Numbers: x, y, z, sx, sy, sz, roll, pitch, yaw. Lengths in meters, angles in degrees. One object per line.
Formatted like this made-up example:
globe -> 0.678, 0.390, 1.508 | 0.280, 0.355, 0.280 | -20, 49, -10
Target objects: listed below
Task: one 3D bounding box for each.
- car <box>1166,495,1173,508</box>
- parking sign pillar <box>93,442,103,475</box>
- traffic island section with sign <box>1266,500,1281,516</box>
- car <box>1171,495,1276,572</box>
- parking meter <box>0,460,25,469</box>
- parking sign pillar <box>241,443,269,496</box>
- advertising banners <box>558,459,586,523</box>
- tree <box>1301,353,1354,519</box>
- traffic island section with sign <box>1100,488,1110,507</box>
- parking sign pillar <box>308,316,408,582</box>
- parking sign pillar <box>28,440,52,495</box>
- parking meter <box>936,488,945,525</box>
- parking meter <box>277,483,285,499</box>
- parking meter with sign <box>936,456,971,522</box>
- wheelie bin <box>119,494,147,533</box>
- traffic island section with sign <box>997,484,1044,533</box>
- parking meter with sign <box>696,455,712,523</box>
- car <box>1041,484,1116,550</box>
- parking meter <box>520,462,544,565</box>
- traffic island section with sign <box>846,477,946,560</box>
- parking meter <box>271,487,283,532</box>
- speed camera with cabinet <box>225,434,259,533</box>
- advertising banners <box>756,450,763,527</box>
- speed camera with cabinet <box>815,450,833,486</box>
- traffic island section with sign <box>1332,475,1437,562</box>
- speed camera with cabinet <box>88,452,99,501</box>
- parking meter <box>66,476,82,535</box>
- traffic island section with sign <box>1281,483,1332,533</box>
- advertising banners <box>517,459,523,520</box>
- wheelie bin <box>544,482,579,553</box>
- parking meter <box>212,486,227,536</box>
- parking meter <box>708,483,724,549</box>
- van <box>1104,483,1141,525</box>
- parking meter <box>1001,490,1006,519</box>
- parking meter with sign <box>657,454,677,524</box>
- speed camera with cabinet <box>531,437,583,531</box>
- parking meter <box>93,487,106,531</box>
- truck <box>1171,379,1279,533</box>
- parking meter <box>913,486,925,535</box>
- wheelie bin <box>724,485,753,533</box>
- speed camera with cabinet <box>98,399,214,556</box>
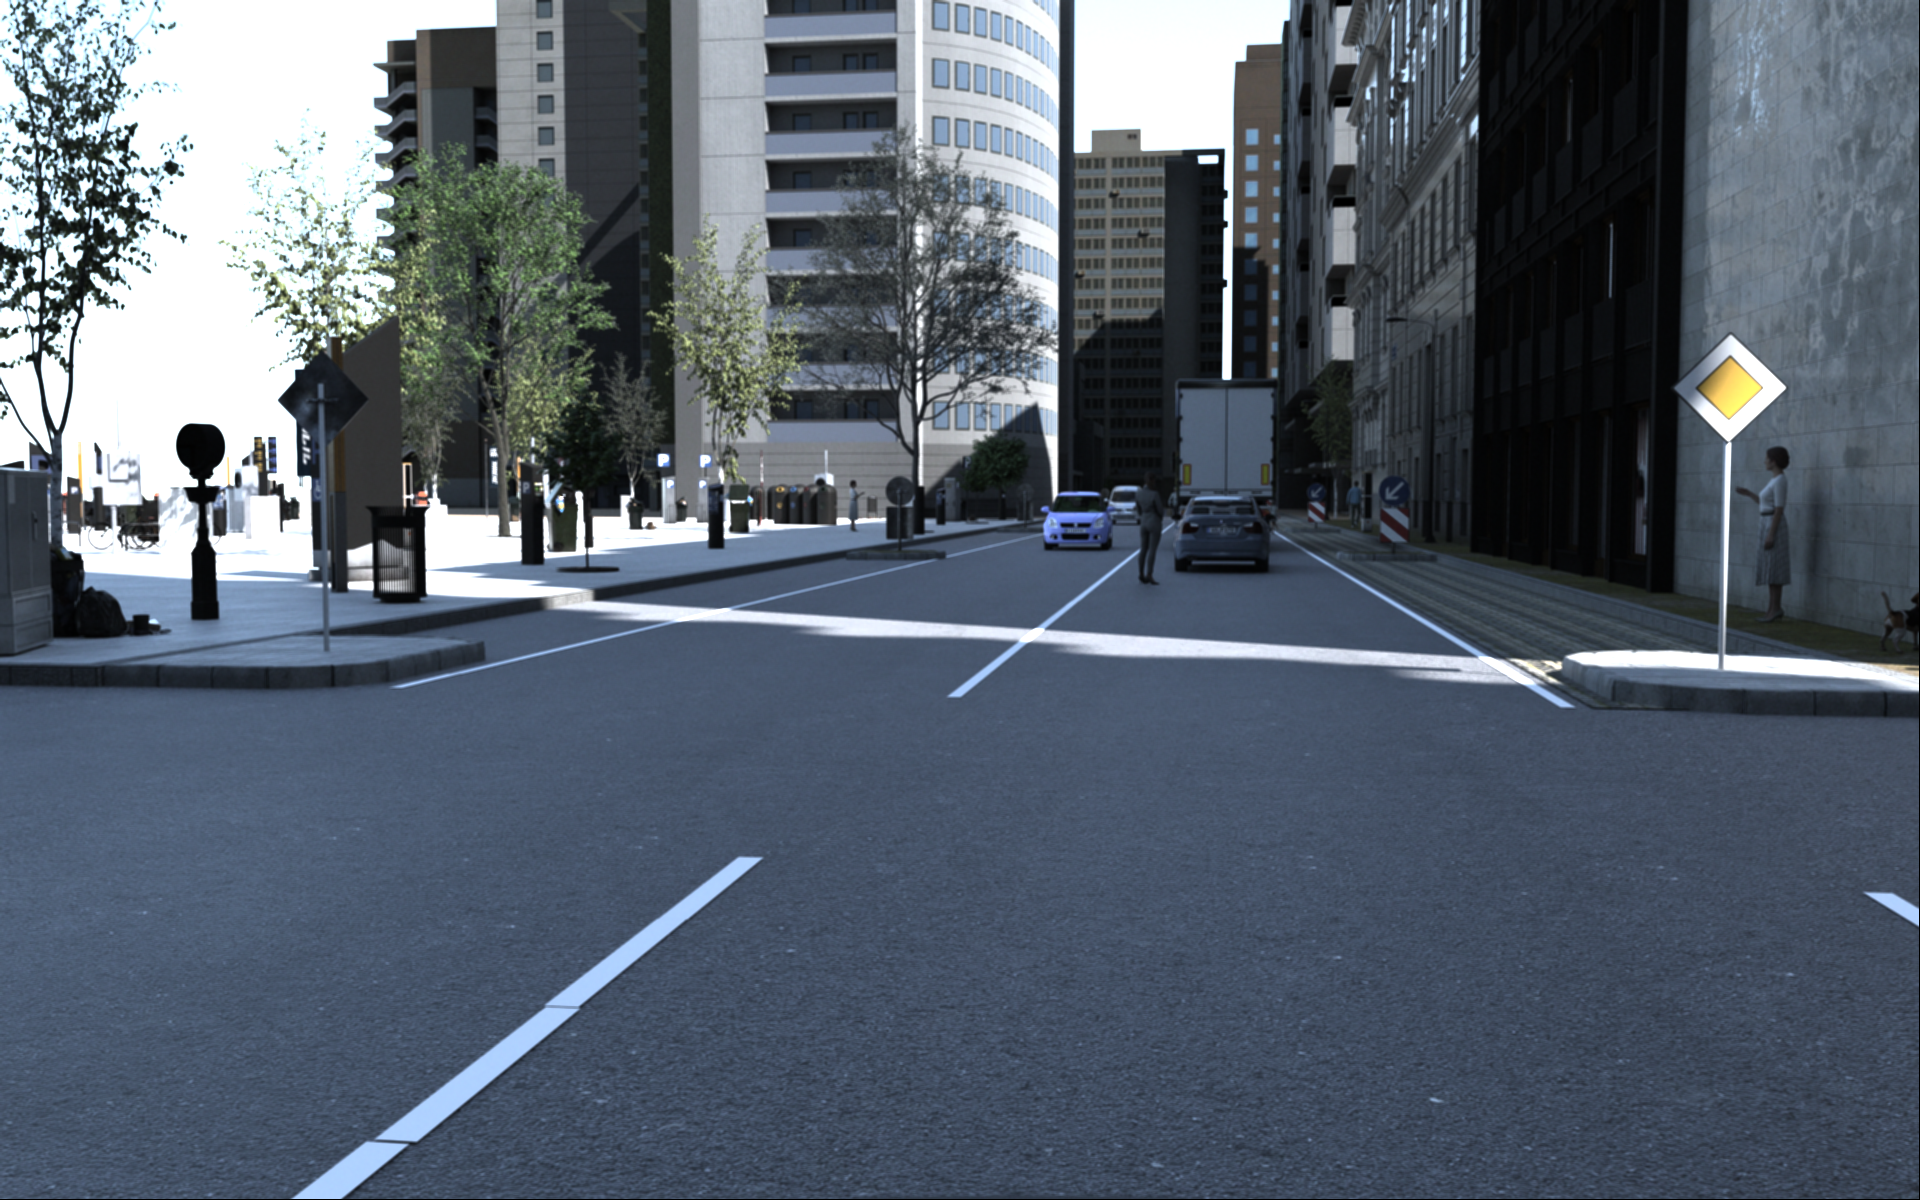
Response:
car -> 19.907, -9.140, 159.228 | 2.009, 1.686, 4.222 | 0, 4, 7
parking sign pillar -> -44.247, -6.181, 89.529 | 1.447, 3.967, 1.447 | 0, 4, -4
traffic island section with sign -> 20.309, -6.452, 114.123 | 1.989, 1.847, 2.006 | 1, 4, 8
car -> 5.050, -1.303, 33.304 | 2.014, 1.417, 4.499 | 1, 4, 9
parking meter -> -16.185, -1.460, 29.575 | 0.255, 1.863, 0.399 | 3, 5, 41
parking sign pillar -> -37.400, -6.325, 91.879 | 1.447, 3.967, 1.447 | 0, 4, 7
advertising banners -> -17.528, -5.021, 78.280 | 2.074, 3.025, 0.090 | 3, 5, 41
tree -> 19.606, -8.534, 89.887 | 4.737, 8.622, 4.395 | 0, 3, 0
traffic island section with sign -> 9.684, -6.499, 114.880 | 1.989, 1.847, 2.006 | 1, 4, 8
parking sign pillar -> -9.019, -2.288, 25.886 | 1.447, 3.967, 1.447 | 3, 4, 38
parking sign pillar -> -45.882, -6.014, 86.797 | 1.447, 3.967, 1.447 | -2, 4, -35
parking meter -> -0.797, -3.905, 72.261 | 0.372, 1.533, 0.369 | 0, 3, 0
parking meter -> -34.603, -5.045, 88.202 | 0.399, 1.863, 0.255 | 1, 4, 22
parking meter with sign -> -0.338, -5.160, 80.627 | 1.738, 3.016, 0.543 | 3, 4, 36
wheelie bin -> -25.723, -2.809, 53.829 | 0.980, 1.594, 0.693 | 3, 5, 45
traffic island section with sign -> 2.487, -3.460, 65.196 | 1.989, 1.847, 2.006 | 1, 4, 8
parking meter with sign -> -11.372, -4.919, 76.693 | 0.543, 3.016, 1.738 | 0, 4, -1
car -> 3.129, -2.197, 45.518 | 1.945, 1.707, 3.694 | 0, 4, 7
parking meter -> -7.768, -1.575, 31.466 | 0.399, 1.863, 0.255 | 2, 4, 34
traffic island section with sign -> -1.365, -1.828, 38.516 | 1.989, 1.847, 2.006 | 1, 4, 8
parking meter -> -22.946, -3.044, 58.186 | 0.372, 1.533, 0.369 | 0, 3, 0
speed camera with cabinet -> -23.812, -3.837, 57.076 | 0.660, 3.252, 2.038 | -3, 5, -45
advertising banners -> -7.930, -4.430, 68.624 | 0.090, 3.025, 2.074 | 0, 4, 0
speed camera with cabinet -> -6.745, -5.142, 78.403 | 2.038, 3.252, 0.660 | 2, 4, 28
traffic island section with sign -> 9.231, -1.771, 37.577 | 1.989, 1.847, 2.006 | 1, 4, 8
speed camera with cabinet -> -39.980, -5.343, 81.693 | 2.038, 3.252, 0.660 | 0, 4, -1
parking meter -> -28.145, -3.018, 55.052 | 0.399, 1.863, 0.255 | -3, 4, -37
traffic island section with sign -> 13.146, -3.425, 64.620 | 1.989, 1.847, 2.006 | 1, 4, 8
advertising banners -> -21.990, -5.527, 86.555 | 0.090, 3.025, 2.074 | -1, 4, -21
wheelie bin -> -8.767, -1.853, 38.206 | 0.693, 1.594, 0.980 | -2, 4, -26
parking meter -> -22.466, -2.698, 52.526 | 0.372, 1.533, 0.369 | 0, 3, 0
parking meter -> -5.746, -1.979, 40.771 | 0.372, 1.533, 0.369 | 0, 3, 0
van -> 7.879, -4.587, 82.014 | 2.013, 2.044, 4.112 | 1, 4, 8
parking meter -> 2.163, -4.887, 88.307 | 0.372, 1.533, 0.369 | 0, 3, 0
parking meter with sign -> -12.591, -4.797, 74.685 | 0.543, 3.016, 1.738 | -1, 4, -23
speed camera with cabinet -> -14.167, -4.036, 60.327 | 2.038, 3.252, 0.660 | 1, 4, 21
parking meter -> -29.738, -3.146, 59.850 | 0.372, 1.533, 0.369 | 0, 3, 0
truck -> 7.218, -3.600, 47.779 | 2.839, 4.237, 11.283 | 0, 4, 7
parking meter -> -1.313, -2.850, 55.013 | 0.372, 1.533, 0.369 | 0, 3, 0
wheelie bin -> -7.361, -3.043, 57.669 | 0.980, 1.594, 0.693 | 0, 4, 2
speed camera with cabinet -> -16.882, -2.576, 36.450 | 2.038, 3.252, 0.660 | -1, 4, -16
